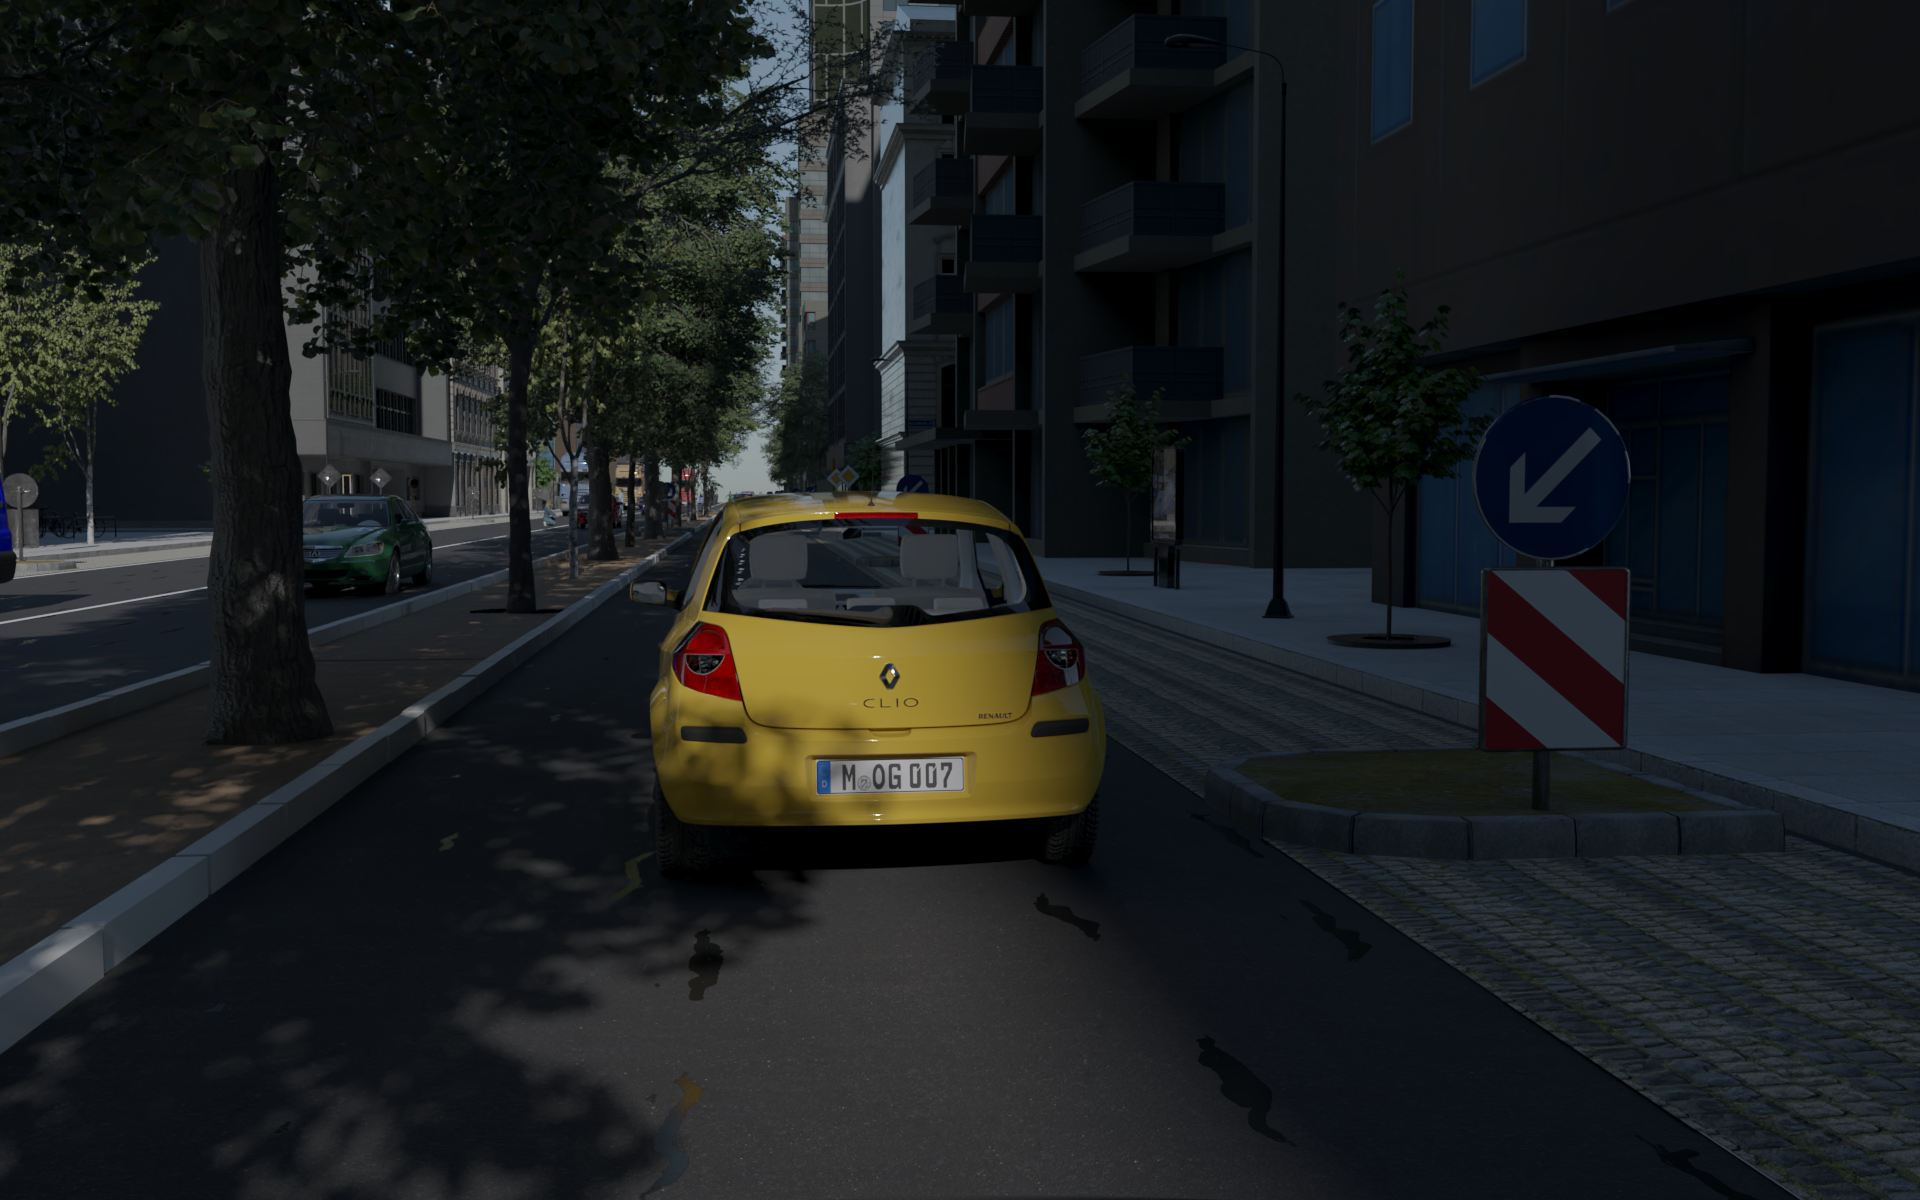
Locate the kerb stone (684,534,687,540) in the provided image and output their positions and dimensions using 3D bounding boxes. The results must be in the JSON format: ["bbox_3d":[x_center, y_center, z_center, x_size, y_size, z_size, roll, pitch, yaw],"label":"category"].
[{"bbox_3d":[-8.271,-1.791,51.477,0.120,0.150,1.000,0,4,-7],"label":"kerb stone"}]

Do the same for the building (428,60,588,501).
[{"bbox_3d":[-44.269,-31.771,169.568,14.600,45.320,14.200,0,4,-7],"label":"building"}]

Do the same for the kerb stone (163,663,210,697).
[{"bbox_3d":[-5.632,0.599,12.536,0.120,0.150,1.000,0,4,-7],"label":"kerb stone"}]

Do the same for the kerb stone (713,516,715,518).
[{"bbox_3d":[-13.189,-4.251,91.699,0.120,0.150,1.000,0,4,-7],"label":"kerb stone"}]

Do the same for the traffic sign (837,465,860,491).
[{"bbox_3d":[-3.812,-3.398,59.192,0.795,2.450,0.064,0,4,-7],"label":"traffic sign"}]

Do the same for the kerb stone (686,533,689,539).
[{"bbox_3d":[-8.521,-1.916,53.518,0.120,0.150,1.000,0,4,-7],"label":"kerb stone"}]

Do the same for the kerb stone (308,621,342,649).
[{"bbox_3d":[-6.124,0.342,16.599,0.120,0.150,1.000,0,4,-7],"label":"kerb stone"}]

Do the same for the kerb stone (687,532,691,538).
[{"bbox_3d":[-8.642,-1.978,54.538,0.120,0.150,1.000,0,4,-7],"label":"kerb stone"}]

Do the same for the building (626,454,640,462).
[{"bbox_3d":[-57.871,-36.380,249.435,22.147,44.769,28.867,0,4,-7],"label":"building"}]

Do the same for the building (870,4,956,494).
[{"bbox_3d":[13.882,-15.734,76.342,34.723,24.649,14.460,0,4,-7],"label":"building"}]

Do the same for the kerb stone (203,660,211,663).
[{"bbox_3d":[-5.744,0.529,13.551,0.120,0.150,1.000,0,4,-7],"label":"kerb stone"}]

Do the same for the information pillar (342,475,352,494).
[{"bbox_3d":[-23.366,-3.768,66.096,0.304,2.012,0.304,-1,4,-10],"label":"information pillar"}]

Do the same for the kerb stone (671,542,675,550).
[{"bbox_3d":[-7.273,-1.293,43.342,0.120,0.150,1.000,0,4,-7],"label":"kerb stone"}]

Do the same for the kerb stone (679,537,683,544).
[{"bbox_3d":[-7.899,-1.602,48.433,0.120,0.150,1.000,0,4,-7],"label":"kerb stone"}]

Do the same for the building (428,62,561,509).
[{"bbox_3d":[-50.837,-27.975,149.272,32.217,40.220,23.993,0,4,-7],"label":"building"}]

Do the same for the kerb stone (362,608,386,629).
[{"bbox_3d":[-6.372,0.221,18.632,0.120,0.150,1.000,0,4,-7],"label":"kerb stone"}]

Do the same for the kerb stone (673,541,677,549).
[{"bbox_3d":[-7.400,-1.354,44.357,0.120,0.150,1.000,0,4,-7],"label":"kerb stone"}]

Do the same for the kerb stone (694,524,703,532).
[{"bbox_3d":[-10.449,-2.881,69.302,0.120,0.150,1.000,0,4,-7],"label":"kerb stone"}]

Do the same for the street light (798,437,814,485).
[{"bbox_3d":[-12.579,-10.354,141.837,1.470,5.913,1.316,0,4,-7],"label":"street light"}]

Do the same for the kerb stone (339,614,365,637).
[{"bbox_3d":[-6.249,0.280,17.617,0.120,0.150,1.000,0,4,-7],"label":"kerb stone"}]

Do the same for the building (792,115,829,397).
[{"bbox_3d":[-10.755,-31.006,190.545,14.154,41.232,14.086,0,4,-7],"label":"building"}]

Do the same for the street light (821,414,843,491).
[{"bbox_3d":[-7.377,-7.840,100.731,1.470,5.913,1.316,0,4,-7],"label":"street light"}]

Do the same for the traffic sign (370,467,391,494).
[{"bbox_3d":[-21.752,-3.757,65.073,0.795,2.450,0.064,0,4,-7],"label":"traffic sign"}]

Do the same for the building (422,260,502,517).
[{"bbox_3d":[-33.386,-15.510,102.734,9.793,20.994,18.267,0,4,-7],"label":"building"}]

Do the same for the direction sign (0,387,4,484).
[{"bbox_3d":[-20.105,-2.712,36.345,0.379,3.537,0.876,-2,4,-27],"label":"direction sign"}]

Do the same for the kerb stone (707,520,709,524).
[{"bbox_3d":[-11.574,-3.441,78.454,0.120,0.150,1.000,0,4,-7],"label":"kerb stone"}]

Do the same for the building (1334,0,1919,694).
[{"bbox_3d":[12.182,-22.211,13.268,14.600,45.320,14.200,0,4,-7],"label":"building"}]

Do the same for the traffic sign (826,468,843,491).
[{"bbox_3d":[-4.781,-3.882,67.119,0.795,2.450,0.064,0,4,-7],"label":"traffic sign"}]

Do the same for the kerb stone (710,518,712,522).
[{"bbox_3d":[-12.319,-3.813,84.586,0.120,0.150,1.000,0,4,-7],"label":"kerb stone"}]

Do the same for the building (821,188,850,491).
[{"bbox_3d":[-3.073,-21.002,130.778,14.401,28.519,23.554,0,4,-7],"label":"building"}]

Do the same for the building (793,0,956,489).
[{"bbox_3d":[-9.611,-47.031,207.214,20.563,71.187,20.611,0,4,-7],"label":"building"}]

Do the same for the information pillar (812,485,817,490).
[{"bbox_3d":[-11.161,-7.853,132.882,0.304,2.012,0.304,-3,5,-42],"label":"information pillar"}]

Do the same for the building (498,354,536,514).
[{"bbox_3d":[-35.848,-16.230,120.115,10.420,20.320,16.860,0,4,-7],"label":"building"}]

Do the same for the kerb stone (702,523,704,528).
[{"bbox_3d":[-10.570,-2.942,70.317,0.120,0.150,1.000,0,4,-7],"label":"kerb stone"}]

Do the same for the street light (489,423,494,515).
[{"bbox_3d":[-28.197,-8.172,106.151,1.470,5.913,1.316,0,4,-7],"label":"street light"}]

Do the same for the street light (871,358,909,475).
[{"bbox_3d":[-2.335,-5.298,59.156,1.470,5.913,1.316,0,4,-7],"label":"street light"}]

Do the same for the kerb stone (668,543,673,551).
[{"bbox_3d":[-7.152,-1.231,42.327,0.120,0.150,1.000,0,4,-7],"label":"kerb stone"}]

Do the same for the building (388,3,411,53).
[{"bbox_3d":[-51.140,-53.686,190.430,22.319,86.520,31.000,0,4,-7],"label":"building"}]

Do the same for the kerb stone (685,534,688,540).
[{"bbox_3d":[-8.393,-1.846,52.504,0.120,0.150,1.000,0,4,-7],"label":"kerb stone"}]

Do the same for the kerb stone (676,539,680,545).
[{"bbox_3d":[-7.647,-1.480,46.387,0.120,0.150,1.000,0,4,-7],"label":"kerb stone"}]

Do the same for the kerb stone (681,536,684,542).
[{"bbox_3d":[-8.018,-1.666,49.448,0.120,0.150,1.000,0,4,-7],"label":"kerb stone"}]

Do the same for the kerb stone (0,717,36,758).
[{"bbox_3d":[-5.253,0.777,9.489,0.120,0.150,1.000,0,4,-7],"label":"kerb stone"}]

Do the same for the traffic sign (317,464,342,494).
[{"bbox_3d":[-20.783,-3.272,57.146,0.795,2.450,0.064,0,4,-7],"label":"traffic sign"}]

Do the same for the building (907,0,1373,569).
[{"bbox_3d":[10.232,-23.738,42.745,22.147,44.769,28.867,0,4,-7],"label":"building"}]

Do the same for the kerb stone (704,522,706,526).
[{"bbox_3d":[-10.944,-3.126,73.361,0.120,0.150,1.000,0,4,-7],"label":"kerb stone"}]

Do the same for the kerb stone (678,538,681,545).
[{"bbox_3d":[-7.780,-1.542,47.407,0.120,0.150,1.000,0,4,-7],"label":"kerb stone"}]

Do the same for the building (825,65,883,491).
[{"bbox_3d":[-0.682,-19.185,107.176,14.314,27.812,24.014,0,4,-7],"label":"building"}]

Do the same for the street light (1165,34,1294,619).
[{"bbox_3d":[2.763,-2.765,17.744,1.470,5.913,1.316,0,4,-7],"label":"street light"}]

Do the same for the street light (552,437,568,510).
[{"bbox_3d":[-32.492,-10.285,140.707,1.470,5.913,1.316,0,4,-7],"label":"street light"}]

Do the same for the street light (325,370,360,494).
[{"bbox_3d":[-23.200,-5.656,65.019,1.470,5.913,1.316,0,4,-7],"label":"street light"}]

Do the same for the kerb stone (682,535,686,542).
[{"bbox_3d":[-8.145,-1.729,50.463,0.120,0.150,1.000,0,4,-7],"label":"kerb stone"}]

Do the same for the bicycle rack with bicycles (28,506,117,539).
[{"bbox_3d":[-26.216,-2.269,50.478,2.852,0.926,2.925,1,4,13],"label":"bicycle rack with bicycles"}]

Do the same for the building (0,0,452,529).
[{"bbox_3d":[-32.871,-15.861,78.388,14.314,24.678,30.058,0,4,-7],"label":"building"}]

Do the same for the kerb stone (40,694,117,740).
[{"bbox_3d":[-5.375,0.719,10.507,0.120,0.150,1.000,0,4,-7],"label":"kerb stone"}]

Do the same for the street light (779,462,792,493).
[{"bbox_3d":[-21.707,-15.004,217.850,1.470,5.913,1.316,0,4,-7],"label":"street light"}]

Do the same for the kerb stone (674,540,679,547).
[{"bbox_3d":[-7.520,-1.411,45.372,0.120,0.150,1.000,0,4,-7],"label":"kerb stone"}]

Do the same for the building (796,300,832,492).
[{"bbox_3d":[-1.827,-19.913,170.623,27.650,21.520,28.899,0,4,-7],"label":"building"}]

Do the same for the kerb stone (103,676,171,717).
[{"bbox_3d":[-5.497,0.653,11.522,0.120,0.150,1.000,0,4,-7],"label":"kerb stone"}]
